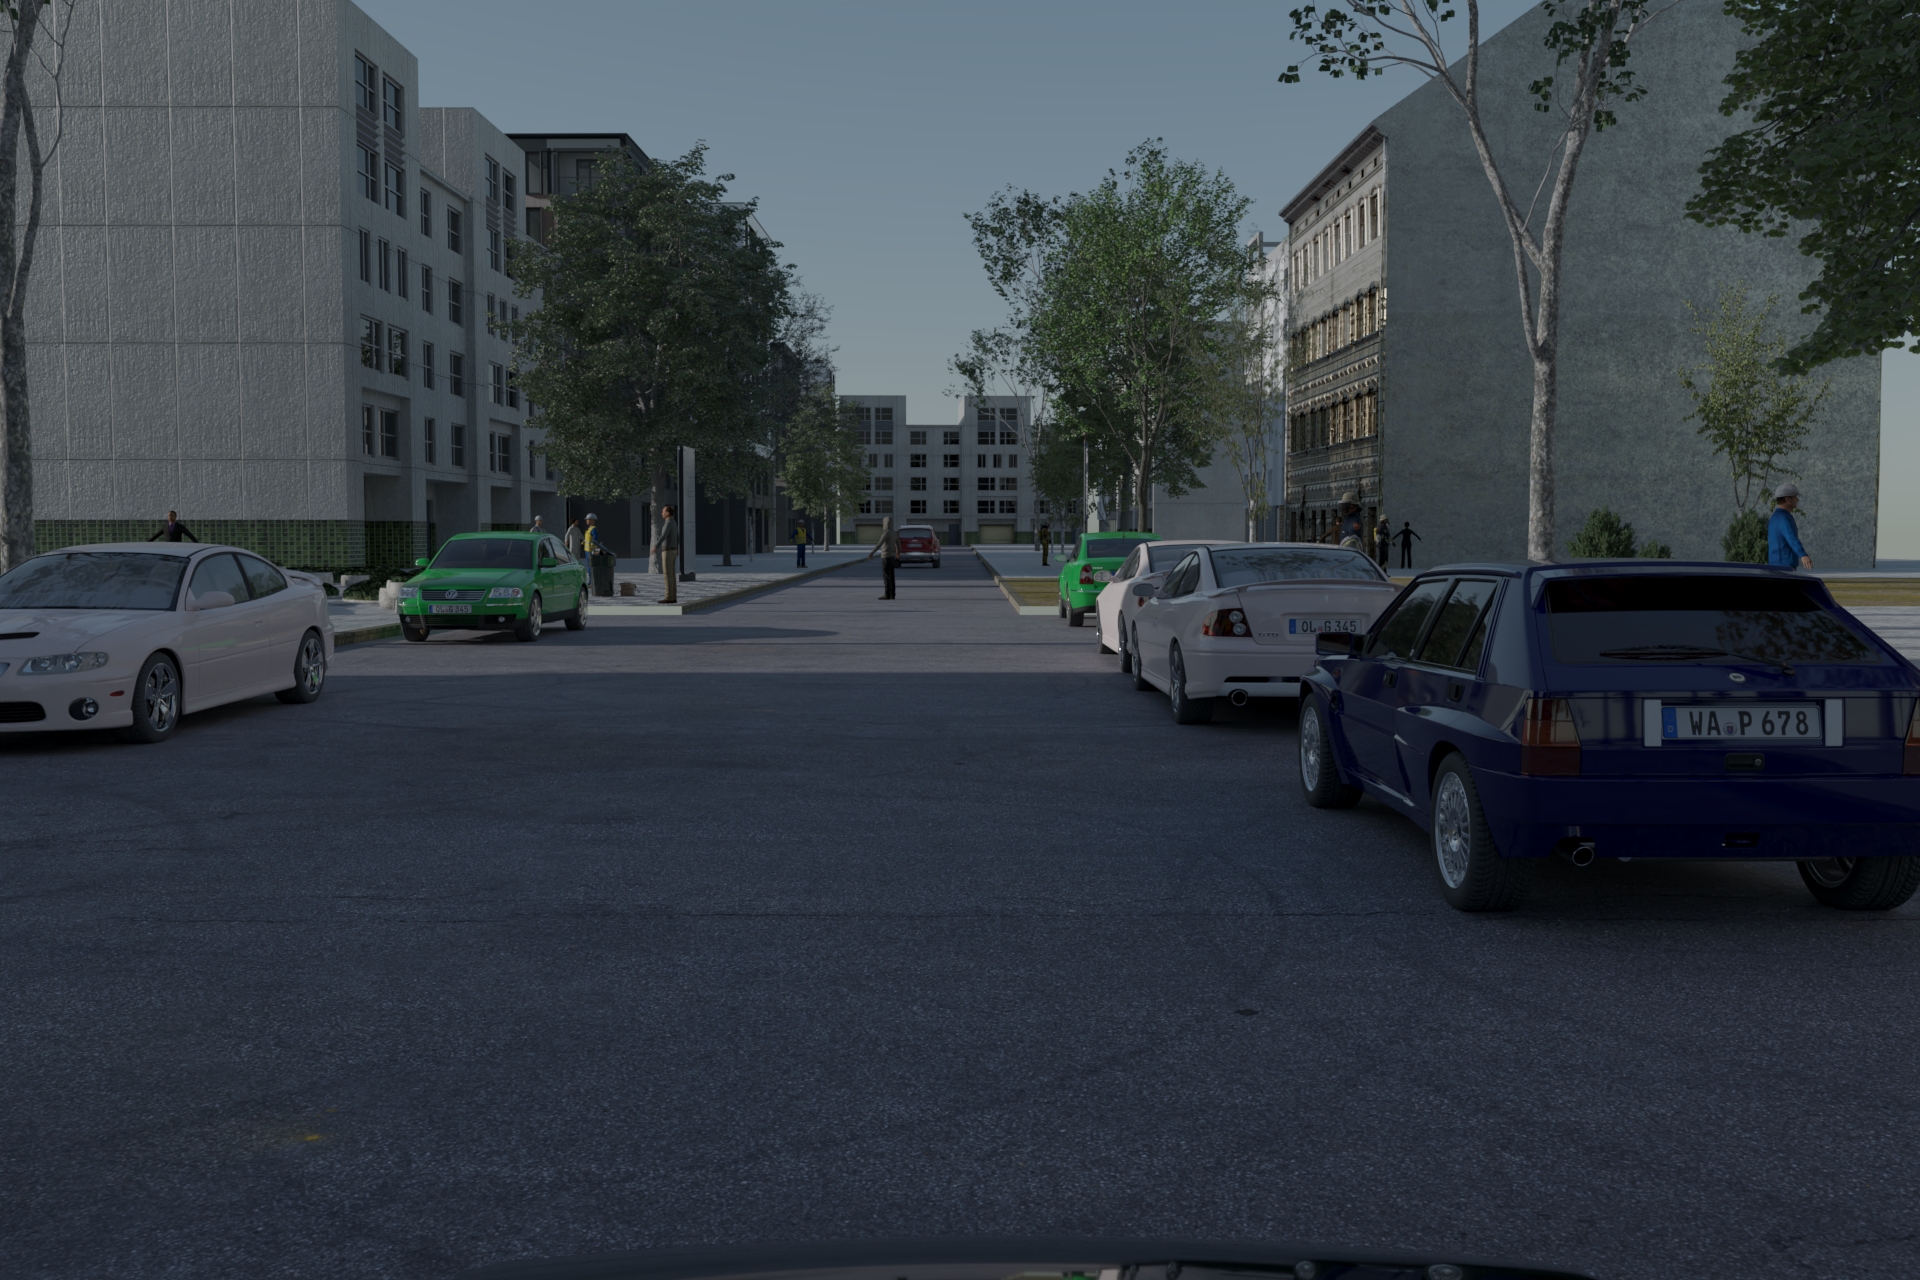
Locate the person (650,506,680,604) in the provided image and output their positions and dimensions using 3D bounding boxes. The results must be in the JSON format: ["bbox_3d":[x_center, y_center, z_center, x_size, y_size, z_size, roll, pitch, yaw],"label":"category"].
[{"bbox_3d":[-5.401,-1.575,32.020,0.705,1.796,1.348,1,4,9],"label":"person"}]

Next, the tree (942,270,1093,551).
[{"bbox_3d":[5.037,-16.546,126.416,12.611,20.169,13.585,0,3,0],"label":"tree"}]

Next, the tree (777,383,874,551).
[{"bbox_3d":[-10.358,-12.932,129.565,7.486,12.596,7.792,0,3,0],"label":"tree"}]

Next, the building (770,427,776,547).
[{"bbox_3d":[-26.418,-17.573,153.781,16.747,18.905,31.486,0,4,0],"label":"building"}]

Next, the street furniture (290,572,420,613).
[{"bbox_3d":[-11.853,-0.964,31.387,5.734,0.657,10.072,-1,4,-14],"label":"street furniture"}]

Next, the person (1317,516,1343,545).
[{"bbox_3d":[11.119,-2.735,50.848,1.346,1.812,0.704,0,4,7],"label":"person"}]

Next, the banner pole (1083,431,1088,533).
[{"bbox_3d":[3.069,-3.188,42.134,0.401,3.779,0.863,0,4,-1],"label":"banner pole"}]

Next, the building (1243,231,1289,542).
[{"bbox_3d":[23.262,-15.475,109.435,16.016,20.090,11.380,0,3,0],"label":"building"}]

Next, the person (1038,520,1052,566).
[{"bbox_3d":[3.463,-3.906,69.628,0.705,1.858,1.354,0,4,-7],"label":"person"}]

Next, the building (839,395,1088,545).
[{"bbox_3d":[0.158,-21.930,227.465,31.486,18.905,16.747,0,4,-3],"label":"building"}]

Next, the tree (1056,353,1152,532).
[{"bbox_3d":[5.991,-7.371,70.872,4.737,8.622,4.395,0,3,0],"label":"tree"}]

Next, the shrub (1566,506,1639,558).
[{"bbox_3d":[15.794,-2.335,42.601,1.690,2.028,1.600,0,3,0],"label":"shrub"}]

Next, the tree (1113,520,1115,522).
[{"bbox_3d":[21.284,-16.624,222.156,4.360,8.622,3.978,0,3,0],"label":"tree"}]

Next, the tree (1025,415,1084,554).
[{"bbox_3d":[6.122,-9.460,105.026,4.737,8.622,4.395,0,3,0],"label":"tree"}]

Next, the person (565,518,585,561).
[{"bbox_3d":[-12.562,-3.086,56.649,0.705,1.806,1.347,1,4,21],"label":"person"}]

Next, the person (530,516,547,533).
[{"bbox_3d":[-12.984,-2.916,53.536,0.705,1.847,1.347,2,4,28],"label":"person"}]

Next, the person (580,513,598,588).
[{"bbox_3d":[-8.844,-2.123,41.168,0.721,1.772,1.216,-2,4,-25],"label":"person"}]

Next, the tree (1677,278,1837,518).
[{"bbox_3d":[22.534,-6.068,49.575,4.737,8.622,4.395,0,3,0],"label":"tree"}]

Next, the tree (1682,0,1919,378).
[{"bbox_3d":[8.800,-5.802,12.988,7.486,12.596,7.792,0,3,0],"label":"tree"}]

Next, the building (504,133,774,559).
[{"bbox_3d":[-27.235,-15.966,105.020,27.936,21.610,32.646,0,4,1],"label":"building"}]

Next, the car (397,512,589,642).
[{"bbox_3d":[-6.506,-0.958,24.463,1.959,1.807,4.718,0,4,0],"label":"car"}]

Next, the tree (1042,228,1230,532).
[{"bbox_3d":[6.309,-8.857,62.932,7.486,12.596,7.792,0,3,0],"label":"tree"}]

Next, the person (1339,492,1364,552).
[{"bbox_3d":[5.272,-1.082,23.554,0.704,1.845,1.351,0,4,7],"label":"person"}]

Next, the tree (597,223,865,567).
[{"bbox_3d":[-9.283,-9.659,68.302,12.009,13.543,11.850,0,3,0],"label":"tree"}]

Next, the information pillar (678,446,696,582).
[{"bbox_3d":[-7.419,-3.408,47.029,0.184,3.620,1.656,0,4,1],"label":"information pillar"}]

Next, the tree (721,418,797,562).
[{"bbox_3d":[-9.603,-7.898,79.490,4.360,8.622,3.978,0,3,0],"label":"tree"}]

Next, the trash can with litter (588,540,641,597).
[{"bbox_3d":[-7.117,-1.485,35.667,1.055,1.170,0.624,0,4,-1],"label":"trash can with litter"}]

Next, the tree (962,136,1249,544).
[{"bbox_3d":[6.852,-13.879,82.804,12.611,20.169,13.585,0,3,0],"label":"tree"}]

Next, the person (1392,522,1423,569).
[{"bbox_3d":[16.410,-3.485,63.705,1.216,1.740,0.721,0,4,6],"label":"person"}]

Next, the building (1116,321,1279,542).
[{"bbox_3d":[23.648,-17.497,152.539,16.747,18.905,31.486,0,4,0],"label":"building"}]

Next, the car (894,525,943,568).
[{"bbox_3d":[-1.860,-3.994,73.975,2.281,1.827,5.304,0,3,0],"label":"car"}]

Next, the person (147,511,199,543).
[{"bbox_3d":[-17.535,-1.979,38.582,1.346,1.802,0.704,0,4,-1],"label":"person"}]

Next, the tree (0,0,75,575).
[{"bbox_3d":[-13.364,-10.096,20.954,12.611,20.169,13.585,0,3,0],"label":"tree"}]

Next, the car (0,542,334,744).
[{"bbox_3d":[-6.404,-0.060,13.350,2.083,1.381,4.827,0,3,0],"label":"car"}]

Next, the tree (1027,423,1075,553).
[{"bbox_3d":[6.263,-10.054,114.744,4.737,8.622,4.395,0,3,0],"label":"tree"}]

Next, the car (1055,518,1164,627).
[{"bbox_3d":[2.555,-1.183,28.134,1.959,1.807,4.718,0,4,0],"label":"car"}]

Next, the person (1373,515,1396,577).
[{"bbox_3d":[12.500,-2.765,50.988,0.705,1.856,1.354,2,4,33],"label":"person"}]

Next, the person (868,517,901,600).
[{"bbox_3d":[-1.588,-1.787,37.809,0.705,1.813,1.348,2,4,26],"label":"person"}]

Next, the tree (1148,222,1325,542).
[{"bbox_3d":[7.074,-5.503,40.331,4.360,8.622,3.978,0,3,0],"label":"tree"}]

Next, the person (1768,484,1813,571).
[{"bbox_3d":[9.230,-0.822,19.328,0.705,1.842,1.347,1,4,13],"label":"person"}]

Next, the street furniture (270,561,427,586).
[{"bbox_3d":[-15.418,-1.771,44.587,10.072,0.657,5.734,-3,4,-37],"label":"street furniture"}]

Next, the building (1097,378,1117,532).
[{"bbox_3d":[21.472,-21.334,205.238,16.016,20.090,11.380,0,3,0],"label":"building"}]

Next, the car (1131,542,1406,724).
[{"bbox_3d":[2.530,-0.126,14.426,2.083,1.381,4.827,0,4,-1],"label":"car"}]

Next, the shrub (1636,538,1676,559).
[{"bbox_3d":[14.755,-1.571,36.798,1.383,1.207,1.383,0,3,0],"label":"shrub"}]

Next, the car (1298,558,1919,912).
[{"bbox_3d":[2.705,0.285,7.928,1.945,1.354,3.894,0,4,-1],"label":"car"}]

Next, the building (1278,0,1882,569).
[{"bbox_3d":[24.764,-14.787,72.700,19.493,23.208,18.063,0,4,0],"label":"building"}]

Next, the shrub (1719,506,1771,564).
[{"bbox_3d":[20.973,-2.535,45.874,1.690,2.028,1.600,0,3,0],"label":"shrub"}]

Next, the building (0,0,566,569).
[{"bbox_3d":[-28.478,-12.581,72.154,16.747,18.905,31.486,0,3,0],"label":"building"}]

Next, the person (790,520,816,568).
[{"bbox_3d":[-6.018,-3.664,65.874,0.705,1.833,1.349,3,5,41],"label":"person"}]

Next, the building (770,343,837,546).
[{"bbox_3d":[-29.264,-21.818,200.702,27.936,21.610,32.646,0,4,0],"label":"building"}]

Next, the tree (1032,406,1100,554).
[{"bbox_3d":[5.768,-8.859,95.207,4.737,8.622,4.395,0,3,0],"label":"tree"}]

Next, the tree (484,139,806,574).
[{"bbox_3d":[-9.812,-9.094,55.345,9.857,13.997,8.962,0,3,0],"label":"tree"}]

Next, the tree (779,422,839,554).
[{"bbox_3d":[-9.601,-9.896,112.163,4.737,8.622,4.395,0,3,0],"label":"tree"}]

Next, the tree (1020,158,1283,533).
[{"bbox_3d":[5.188,-7.484,48.125,9.928,11.665,9.643,0,3,0],"label":"tree"}]

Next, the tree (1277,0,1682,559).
[{"bbox_3d":[8.697,-10.538,28.180,12.611,20.169,13.585,0,3,0],"label":"tree"}]

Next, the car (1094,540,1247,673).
[{"bbox_3d":[2.577,-0.422,19.269,2.083,1.381,4.827,0,4,0],"label":"car"}]
